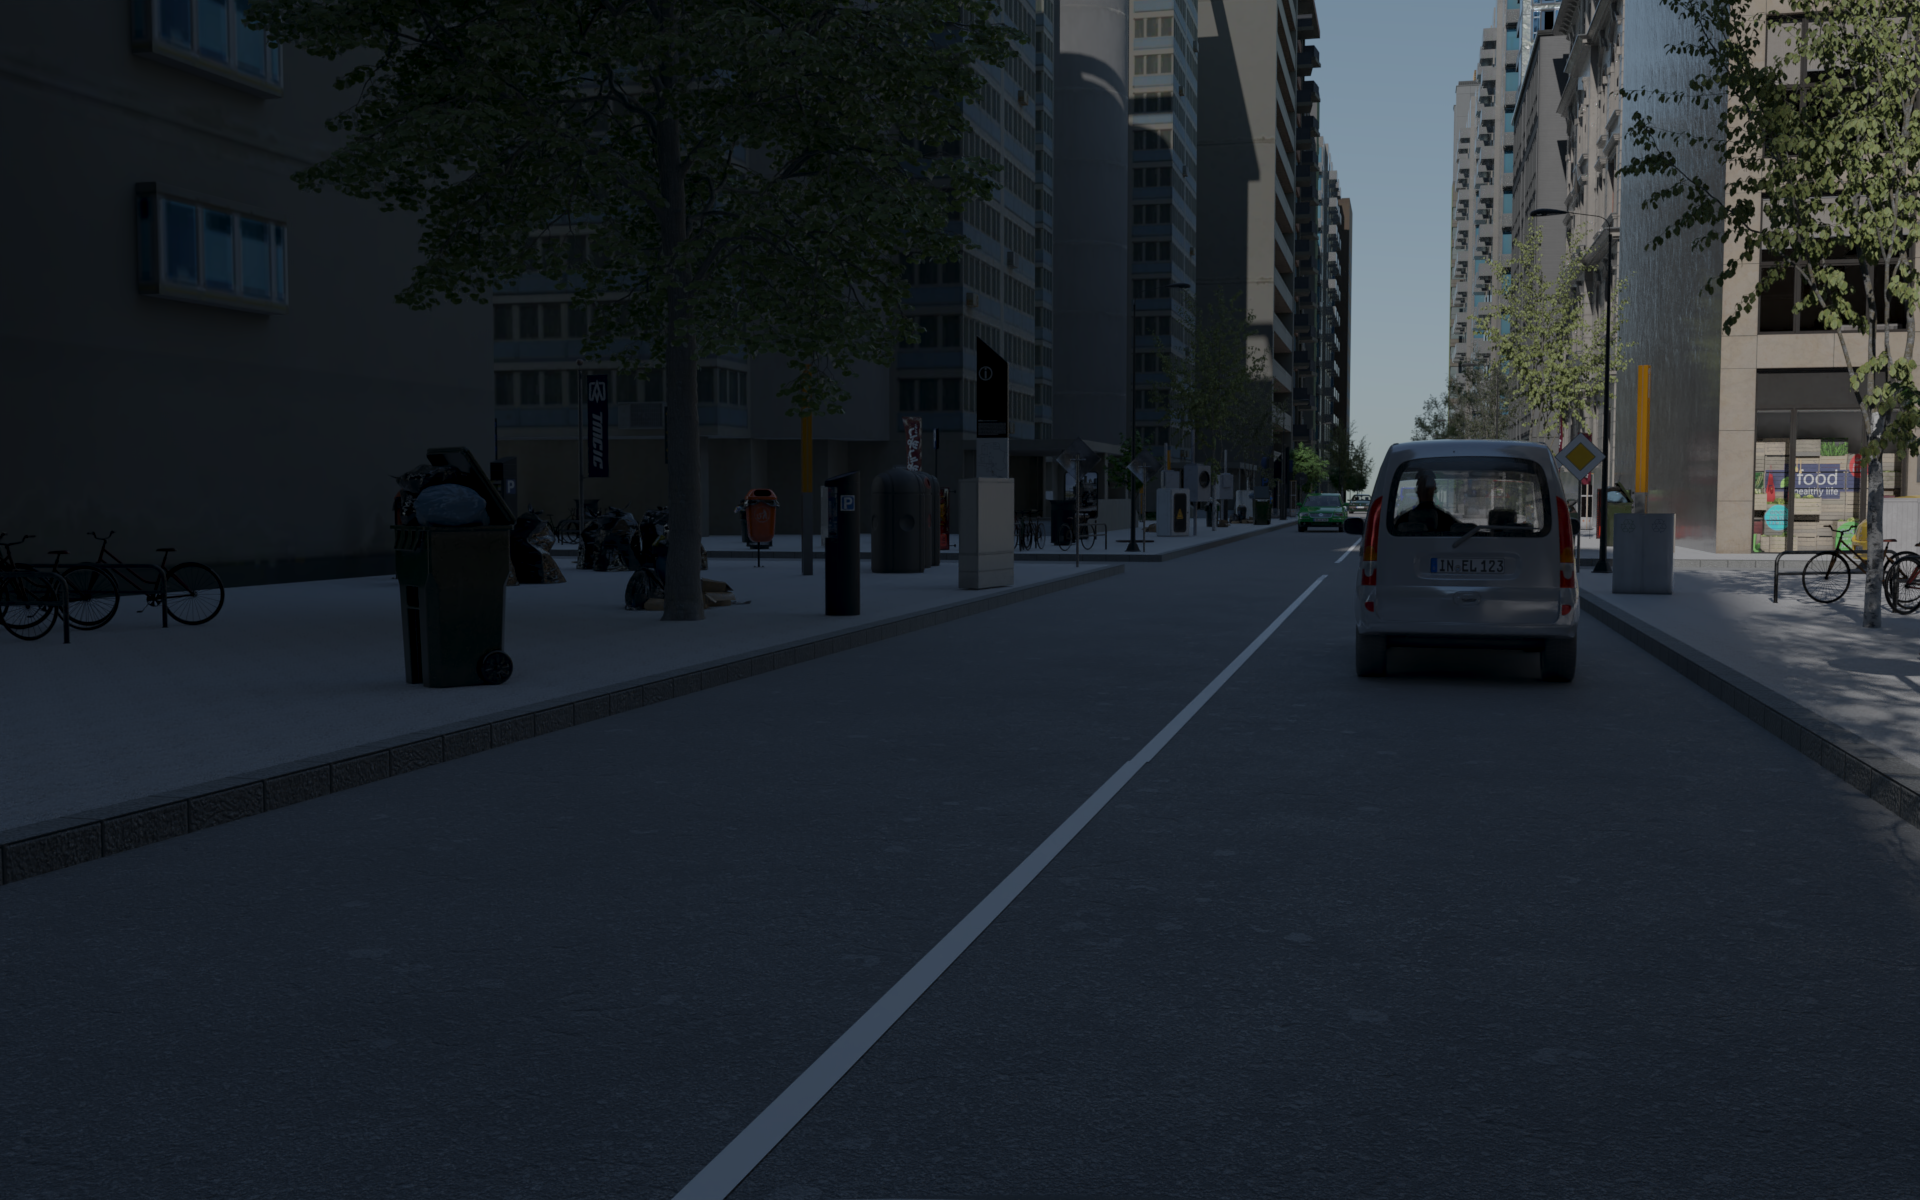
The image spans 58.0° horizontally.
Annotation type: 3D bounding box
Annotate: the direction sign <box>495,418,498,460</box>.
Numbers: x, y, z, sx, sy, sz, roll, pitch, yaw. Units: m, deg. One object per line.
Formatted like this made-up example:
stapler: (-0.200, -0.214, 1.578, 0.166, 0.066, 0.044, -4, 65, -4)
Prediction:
direction sign: (-14.225, -3.646, 51.614, 0.876, 3.537, 0.379, -1, 4, -15)

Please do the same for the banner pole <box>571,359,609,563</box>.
banner pole: (-6.824, -2.570, 32.039, 0.863, 3.779, 0.401, 2, 4, 25)

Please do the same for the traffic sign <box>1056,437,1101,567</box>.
traffic sign: (2.061, -1.631, 30.302, 0.795, 2.450, 0.064, 1, 4, 14)

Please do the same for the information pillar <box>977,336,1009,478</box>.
information pillar: (0.468, -2.096, 25.620, 0.504, 3.616, 0.183, 1, 4, 13)

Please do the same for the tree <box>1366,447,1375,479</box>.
tree: (61.197, -19.205, 264.367, 4.360, 8.622, 3.978, 0, 3, 0)

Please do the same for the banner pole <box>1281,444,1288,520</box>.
banner pole: (16.198, -5.918, 86.771, 0.401, 3.779, 0.863, 2, 4, 24)

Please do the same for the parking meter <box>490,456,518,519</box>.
parking meter: (-7.053, -1.289, 26.793, 0.255, 1.863, 0.399, 2, 4, 25)

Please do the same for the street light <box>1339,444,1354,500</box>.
street light: (35.441, -11.421, 159.275, 1.470, 5.913, 1.316, 1, 4, 14)

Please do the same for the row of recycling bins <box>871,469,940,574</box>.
row of recycling bins: (-0.945, -1.377, 29.619, 1.069, 1.692, 3.534, 0, 4, 5)

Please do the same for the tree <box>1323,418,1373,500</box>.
tree: (37.355, -13.316, 168.075, 4.737, 8.622, 4.395, 0, 3, 0)

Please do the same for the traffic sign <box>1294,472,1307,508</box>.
traffic sign: (19.905, -6.188, 101.272, 0.768, 2.556, 0.104, 1, 4, 23)

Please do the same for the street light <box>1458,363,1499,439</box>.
street light: (18.443, -5.432, 61.356, 1.470, 5.913, 1.316, 1, 4, 14)

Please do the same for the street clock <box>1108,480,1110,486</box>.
street clock: (6.707, -4.353, 75.737, 0.471, 2.002, 0.358, 2, 4, 25)

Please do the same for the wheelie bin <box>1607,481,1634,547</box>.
wheelie bin: (16.058, -2.105, 42.324, 0.693, 1.594, 0.980, 1, 4, 13)

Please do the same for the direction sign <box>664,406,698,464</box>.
direction sign: (-7.215, -3.237, 44.919, 0.876, 3.537, 0.379, -1, 4, -21)

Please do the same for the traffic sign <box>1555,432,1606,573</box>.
traffic sign: (10.089, -1.503, 28.223, 0.795, 2.450, 0.064, 1, 4, 14)

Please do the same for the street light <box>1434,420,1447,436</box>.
street light: (30.517, -8.296, 108.174, 1.470, 5.913, 1.316, 1, 4, 14)

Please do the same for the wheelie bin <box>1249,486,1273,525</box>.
wheelie bin: (12.856, -4.013, 73.517, 0.693, 1.594, 0.980, -2, 4, -27)

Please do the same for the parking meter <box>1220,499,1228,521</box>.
parking meter: (12.577, -4.531, 82.492, 0.372, 1.533, 0.369, 0, 3, 0)

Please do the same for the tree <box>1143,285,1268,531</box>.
tree: (8.634, -6.713, 60.120, 4.737, 8.622, 4.395, 0, 3, 0)

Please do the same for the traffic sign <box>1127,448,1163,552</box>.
traffic sign: (4.051, -2.104, 38.036, 0.795, 2.450, 0.064, 1, 4, 14)

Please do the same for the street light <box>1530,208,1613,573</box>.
street light: (9.959, -3.405, 28.209, 1.470, 5.913, 1.316, 1, 4, 14)

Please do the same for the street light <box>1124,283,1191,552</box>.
street light: (4.379, -4.022, 38.307, 1.470, 5.913, 1.316, 1, 4, 14)

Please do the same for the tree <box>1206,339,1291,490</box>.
tree: (13.530, -7.989, 80.987, 4.360, 8.622, 3.978, 0, 3, 0)

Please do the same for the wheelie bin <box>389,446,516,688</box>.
wheelie bin: (-3.424, -0.231, 11.680, 0.693, 1.594, 0.980, -3, 5, -39)

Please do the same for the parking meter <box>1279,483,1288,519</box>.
parking meter: (16.642, -5.097, 89.042, 0.399, 1.863, 0.255, 0, 4, 5)

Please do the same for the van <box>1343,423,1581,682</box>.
van: (4.260, -0.471, 14.720, 2.013, 2.044, 4.112, 1, 4, 15)

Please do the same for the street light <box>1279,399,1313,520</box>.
street light: (16.431, -6.882, 85.064, 1.470, 5.913, 1.316, 1, 4, 14)

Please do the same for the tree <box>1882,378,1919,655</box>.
tree: (7.839, -1.123, 12.960, 1.663, 3.219, 1.824, 0, 3, 0)

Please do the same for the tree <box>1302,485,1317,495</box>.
tree: (25.171, -8.035, 125.977, 1.663, 3.219, 1.824, 0, 3, 0)

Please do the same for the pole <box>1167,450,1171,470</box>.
pole: (9.734, -5.326, 80.920, 0.158, 3.312, 0.155, 0, 3, 0)

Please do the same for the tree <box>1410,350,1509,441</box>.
tree: (33.485, -10.942, 113.320, 8.767, 10.594, 7.601, 2, 4, 26)

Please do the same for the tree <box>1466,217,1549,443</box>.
tree: (15.808, -5.881, 46.518, 4.737, 8.622, 4.395, 0, 3, 0)

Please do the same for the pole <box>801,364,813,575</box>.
pole: (-2.416, -2.046, 27.295, 0.158, 3.312, 0.155, 0, 3, 0)

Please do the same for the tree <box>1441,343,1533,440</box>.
tree: (24.950, -8.036, 81.758, 4.360, 8.622, 3.978, 0, 3, 0)

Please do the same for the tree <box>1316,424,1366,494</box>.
tree: (39.102, -14.040, 179.914, 4.360, 8.622, 3.978, 0, 3, 0)

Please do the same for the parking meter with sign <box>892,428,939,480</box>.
parking meter with sign: (-1.445, -3.032, 45.832, 1.738, 3.016, 0.543, 0, 4, -8)

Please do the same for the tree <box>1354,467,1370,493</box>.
tree: (38.442, -11.612, 173.572, 4.285, 4.588, 4.351, 0, 3, 0)

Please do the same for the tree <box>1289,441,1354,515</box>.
tree: (20.957, -7.519, 106.648, 4.285, 4.588, 4.351, 0, 3, 0)

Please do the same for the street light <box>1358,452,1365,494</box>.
street light: (43.945, -13.454, 192.509, 1.470, 5.913, 1.316, 1, 4, 14)

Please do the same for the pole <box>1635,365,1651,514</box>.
pole: (10.834, -2.059, 27.507, 0.158, 3.312, 0.155, 0, 3, 0)

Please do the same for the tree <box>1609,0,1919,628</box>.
tree: (8.552, -4.040, 16.421, 4.737, 8.622, 4.395, 0, 3, 0)

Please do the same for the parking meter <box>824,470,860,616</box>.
parking meter: (-1.245, -0.608, 18.346, 0.372, 1.533, 0.369, 0, 3, 0)

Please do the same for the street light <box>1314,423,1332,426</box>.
street light: (23.434, -8.569, 112.637, 1.470, 5.913, 1.316, 1, 4, 14)

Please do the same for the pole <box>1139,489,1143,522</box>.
pole: (8.243, -5.189, 78.676, 0.158, 3.312, 0.155, 0, 3, 0)

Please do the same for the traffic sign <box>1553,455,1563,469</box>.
traffic sign: (12.079, -1.976, 35.957, 0.795, 2.450, 0.064, 1, 4, 14)

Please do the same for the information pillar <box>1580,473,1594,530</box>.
information pillar: (22.241, -3.484, 61.459, 0.304, 2.012, 0.304, -2, 4, -29)

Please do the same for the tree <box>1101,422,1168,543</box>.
tree: (4.531, -3.150, 46.109, 1.663, 3.219, 1.824, 0, 3, 0)

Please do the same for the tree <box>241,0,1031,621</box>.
tree: (-3.143, -6.087, 17.642, 7.486, 12.596, 7.792, 0, 3, 0)

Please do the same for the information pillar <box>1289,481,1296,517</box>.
information pillar: (18.329, -5.558, 95.362, 0.304, 2.012, 0.304, 0, 4, -3)
